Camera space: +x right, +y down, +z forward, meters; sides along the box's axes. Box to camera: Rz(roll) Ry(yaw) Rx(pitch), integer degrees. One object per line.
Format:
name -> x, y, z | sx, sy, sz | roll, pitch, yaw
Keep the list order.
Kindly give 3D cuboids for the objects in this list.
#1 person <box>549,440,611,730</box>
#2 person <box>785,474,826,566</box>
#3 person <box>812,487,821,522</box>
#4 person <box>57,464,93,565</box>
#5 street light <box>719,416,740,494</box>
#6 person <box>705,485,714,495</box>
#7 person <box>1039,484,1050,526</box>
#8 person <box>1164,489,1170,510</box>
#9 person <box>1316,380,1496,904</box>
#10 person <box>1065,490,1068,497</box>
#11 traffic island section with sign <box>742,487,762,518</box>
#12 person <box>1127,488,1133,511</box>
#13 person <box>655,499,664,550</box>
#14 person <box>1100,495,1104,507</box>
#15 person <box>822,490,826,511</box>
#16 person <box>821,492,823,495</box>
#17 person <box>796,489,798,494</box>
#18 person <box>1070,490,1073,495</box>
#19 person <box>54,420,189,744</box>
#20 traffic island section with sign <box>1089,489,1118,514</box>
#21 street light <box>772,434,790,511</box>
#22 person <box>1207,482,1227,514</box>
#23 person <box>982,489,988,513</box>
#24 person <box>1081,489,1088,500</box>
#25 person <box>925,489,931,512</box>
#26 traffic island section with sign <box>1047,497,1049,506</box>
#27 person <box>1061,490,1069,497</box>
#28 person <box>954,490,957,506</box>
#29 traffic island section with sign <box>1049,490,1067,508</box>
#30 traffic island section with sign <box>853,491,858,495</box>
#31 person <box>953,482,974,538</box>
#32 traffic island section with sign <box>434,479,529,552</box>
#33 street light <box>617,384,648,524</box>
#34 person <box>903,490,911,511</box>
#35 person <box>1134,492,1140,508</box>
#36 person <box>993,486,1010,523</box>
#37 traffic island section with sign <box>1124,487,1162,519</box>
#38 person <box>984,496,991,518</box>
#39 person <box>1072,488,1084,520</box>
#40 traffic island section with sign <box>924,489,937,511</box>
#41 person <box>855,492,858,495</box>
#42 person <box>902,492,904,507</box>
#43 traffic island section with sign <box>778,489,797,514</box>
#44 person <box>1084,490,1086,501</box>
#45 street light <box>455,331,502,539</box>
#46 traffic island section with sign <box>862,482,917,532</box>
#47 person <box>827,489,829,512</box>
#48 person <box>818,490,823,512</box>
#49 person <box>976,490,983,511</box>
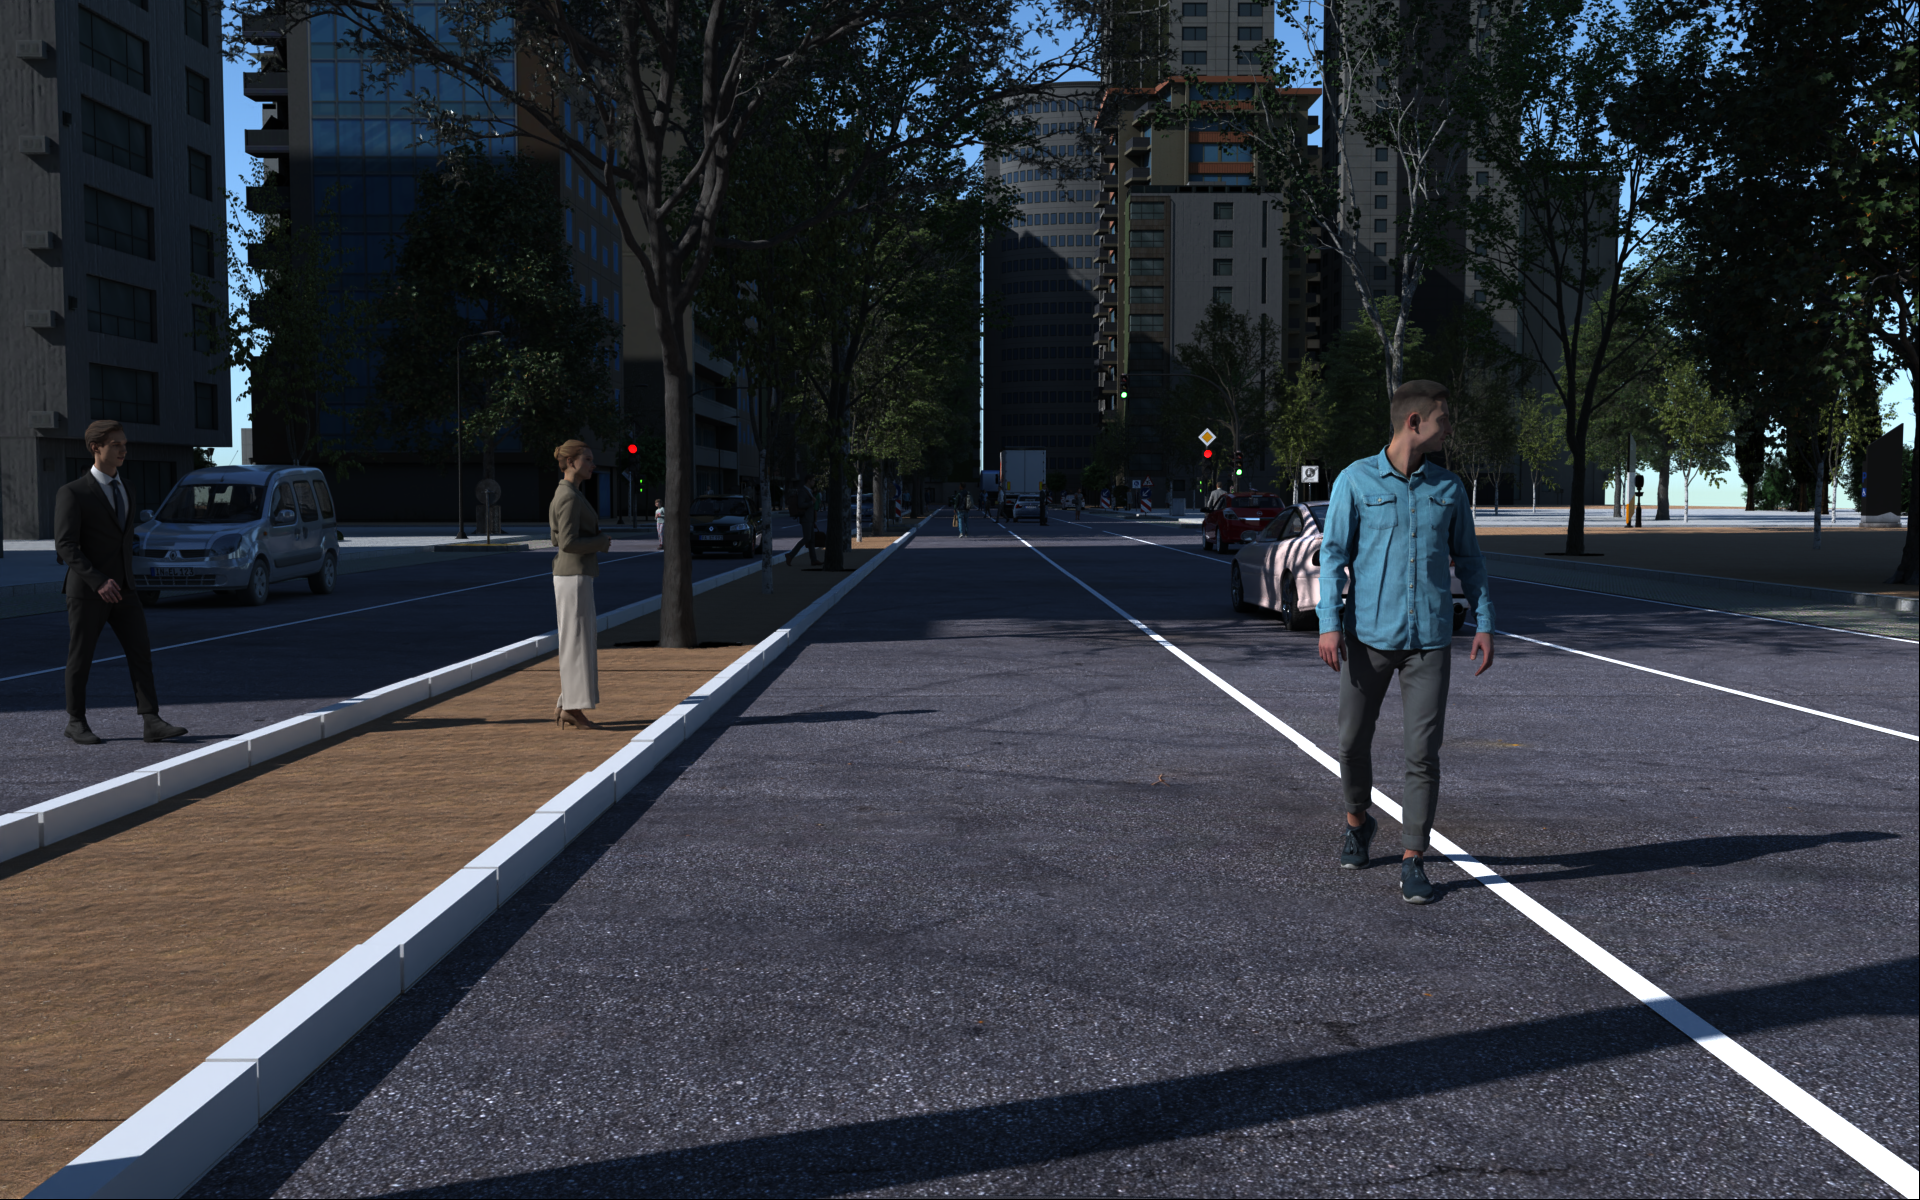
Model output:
person -> -2.285, -0.087, 10.466 | 0.362, 1.759, 0.519 | -1, 4, -17
person -> -3.063, -1.583, 34.347 | 0.822, 1.834, 0.622 | 0, 4, -5
person -> -7.402, -4.893, 88.748 | 0.600, 1.795, 0.529 | 0, 4, 7
person -> -15.969, -1.560, 31.516 | 0.822, 1.834, 0.622 | 0, 4, 1
street light -> -13.761, -7.978, 102.980 | 1.470, 5.913, 1.316 | 0, 3, 0
person -> -14.504, -5.736, 100.025 | 0.606, 1.804, 0.583 | 1, 4, 10
person -> 3.834, -4.321, 78.517 | 0.474, 1.900, 0.648 | 0, 4, 4
person -> 16.926, -8.188, 140.661 | 0.760, 1.731, 0.466 | -2, 4, -32
person -> 1.630, 0.123, 6.355 | 0.638, 1.841, 0.748 | 1, 4, 12
person -> 12.040, -11.628, 197.074 | 0.541, 1.710, 0.530 | 0, 4, 7
traffic island section with sign -> -12.050, -5.507, 98.675 | 1.989, 1.847, 2.006 | 0, 3, 0
person -> 12.867, -7.620, 131.372 | 0.466, 1.731, 0.760 | 1, 4, 12
person -> -7.744, -1.958, 44.789 | 0.425, 1.301, 0.394 | 1, 4, 22
person -> 12.734, -9.012, 154.057 | 0.621, 1.740, 0.551 | 0, 4, -3
person -> -11.473, -8.351, 145.218 | 0.526, 1.800, 0.537 | 2, 4, 29
person -> -15.998, -11.773, 198.630 | 1.348, 1.812, 0.705 | -2, 4, -28
person -> -14.591, -9.100, 155.557 | 0.721, 1.736, 1.217 | 1, 4, 10
person -> 12.142, -11.135, 188.644 | 0.434, 1.755, 0.990 | 0, 4, 7
person -> -4.830, -0.101, 9.922 | 0.755, 1.850, 0.659 | 1, 4, 21
traffic island section with sign -> 10.443, -7.198, 126.315 | 1.989, 1.847, 2.006 | 0, 3, 0
street light -> -13.772, -9.825, 133.181 | 1.470, 5.913, 1.316 | 0, 3, 0
person -> 8.079, -2.792, 54.271 | 0.709, 1.813, 0.853 | 0, 4, 2
person -> 1.954, -7.674, 134.232 | 0.793, 1.790, 0.793 | 1, 4, 8
person -> 13.562, -11.294, 190.335 | 0.705, 1.869, 1.348 | 3, 5, 44
person -> -2.655, -7.951, 138.515 | 0.654, 1.822, 0.581 | -3, 4, -37
traffic island section with sign -> 10.338, -11.866, 202.639 | 1.989, 1.847, 2.006 | 0, 3, 0
person -> 12.601, -12.215, 205.776 | 1.348, 1.822, 0.705 | -2, 4, -31
person -> -0.562, -12.302, 209.268 | 0.705, 1.869, 1.348 | 2, 4, 23
traffic island section with sign -> 10.368, -10.218, 175.684 | 1.989, 1.847, 2.006 | 0, 3, 0
traffic island section with sign -> -12.191, -11.915, 203.438 | 1.989, 1.847, 2.006 | 0, 3, 0
person -> 0.060, -2.941, 56.570 | 0.794, 1.824, 0.713 | 0, 3, 0
traffic island section with sign -> -11.986, -2.142, 43.654 | 1.989, 1.847, 2.006 | 0, 3, 0
street light -> -13.873, -6.167, 73.376 | 1.470, 5.913, 1.316 | 0, 3, 0
person -> -4.519, -8.465, 146.918 | 0.660, 1.820, 0.620 | -1, 4, -16
person -> 15.757, -9.025, 154.518 | 0.530, 1.710, 0.541 | -1, 4, -17
person -> 2.028, -4.685, 85.199 | 0.850, 1.850, 0.679 | 0, 4, -2
traffic island section with sign -> 10.468, -5.546, 99.311 | 1.989, 1.847, 2.006 | 0, 3, 0
person -> 1.701, -5.659, 105.294 | 0.475, 1.303, 0.640 | 3, 4, 39
person -> 6.460, -5.262, 94.885 | 0.716, 1.782, 0.532 | -2, 4, -24
traffic island section with sign -> -2.886, -8.581, 148.428 | 2.006, 1.907, 1.989 | 0, 3, 0
person -> -6.805, -6.564, 116.087 | 0.793, 1.790, 0.793 | -2, 4, -29
person -> -6.041, -10.872, 187.059 | 0.445, 1.727, 0.742 | -3, 4, -36
traffic island section with sign -> -12.087, -7.156, 125.630 | 1.989, 1.847, 2.006 | 0, 3, 0
person -> 13.811, -11.508, 194.135 | 0.705, 1.831, 1.348 | 3, 4, 37
street light -> -13.743, -4.706, 49.477 | 1.470, 5.913, 1.316 | 0, 3, 0
traffic island section with sign -> -2.779, -3.532, 65.883 | 2.006, 1.907, 1.989 | 0, 3, 0
person -> -10.494, -8.086, 140.717 | 0.620, 1.820, 0.660 | -3, 5, -41
person -> -11.214, -7.902, 137.926 | 0.641, 1.798, 0.478 | 0, 4, 3
person -> 1.776, -8.539, 148.297 | 0.419, 1.800, 0.721 | -3, 5, -40
